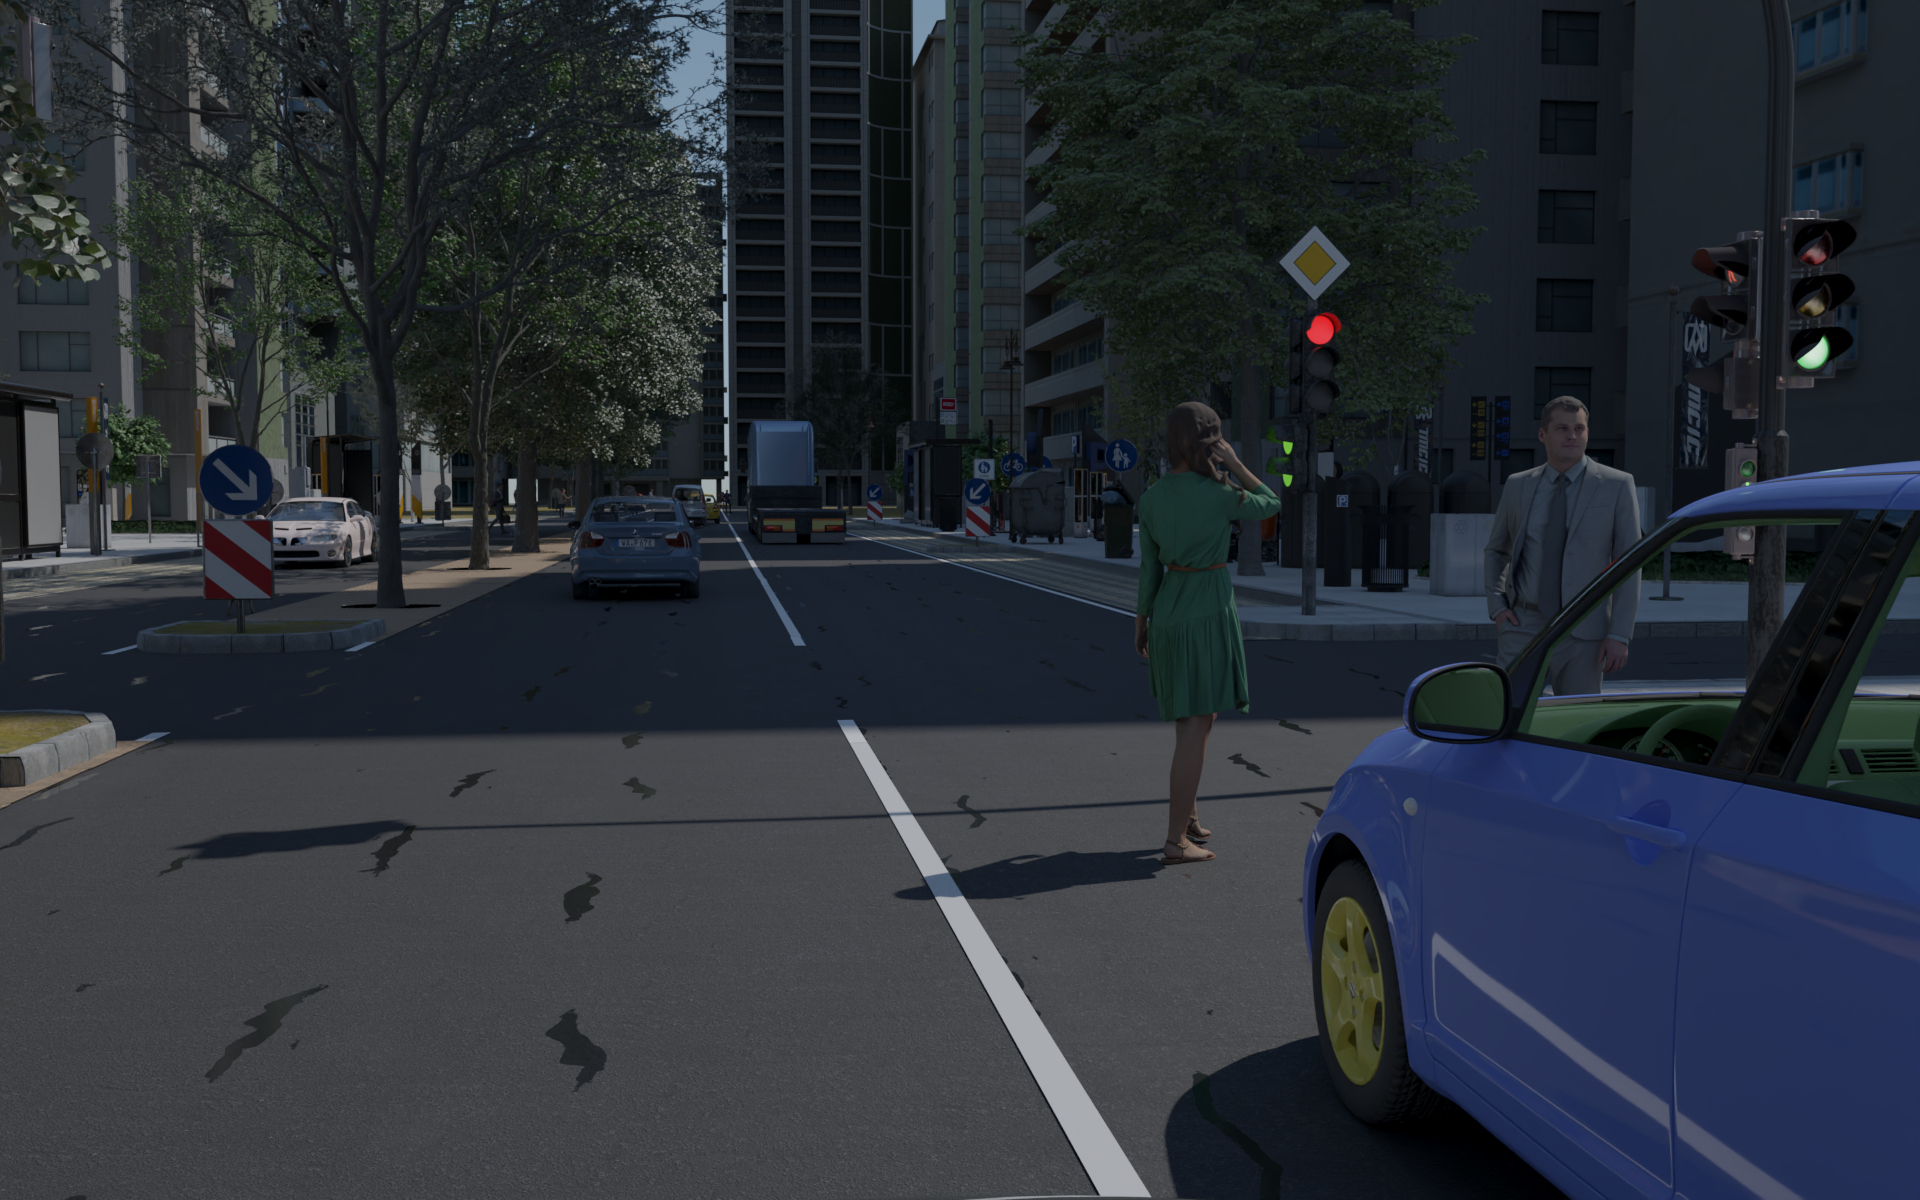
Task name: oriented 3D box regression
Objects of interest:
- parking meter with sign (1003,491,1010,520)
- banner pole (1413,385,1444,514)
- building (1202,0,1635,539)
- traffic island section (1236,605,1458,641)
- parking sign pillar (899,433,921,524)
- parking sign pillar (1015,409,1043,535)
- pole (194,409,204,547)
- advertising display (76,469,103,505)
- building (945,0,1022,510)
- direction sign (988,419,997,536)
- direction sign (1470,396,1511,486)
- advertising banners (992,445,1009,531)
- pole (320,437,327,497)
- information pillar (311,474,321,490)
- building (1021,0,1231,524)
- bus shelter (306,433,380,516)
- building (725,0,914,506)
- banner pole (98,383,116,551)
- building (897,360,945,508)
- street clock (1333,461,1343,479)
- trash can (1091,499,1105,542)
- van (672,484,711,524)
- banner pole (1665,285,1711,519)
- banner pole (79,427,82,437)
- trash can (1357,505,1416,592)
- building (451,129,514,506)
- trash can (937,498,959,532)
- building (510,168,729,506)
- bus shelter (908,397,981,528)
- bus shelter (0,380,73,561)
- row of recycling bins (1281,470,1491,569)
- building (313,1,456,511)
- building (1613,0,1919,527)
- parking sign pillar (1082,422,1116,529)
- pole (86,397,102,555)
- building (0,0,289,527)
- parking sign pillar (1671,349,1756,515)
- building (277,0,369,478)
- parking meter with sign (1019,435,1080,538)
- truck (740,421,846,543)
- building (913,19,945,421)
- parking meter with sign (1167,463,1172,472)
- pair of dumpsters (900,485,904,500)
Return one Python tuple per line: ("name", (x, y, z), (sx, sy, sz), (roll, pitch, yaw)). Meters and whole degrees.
("parking meter with sign", (2.223, -5.395, 84.469), (1.738, 3.016, 0.543), (0, 4, 0))
("banner pole", (10.816, -3.049, 39.863), (0.863, 3.779, 0.401), (2, 4, 34))
("building", (15.033, -17.380, 55.865), (14.160, 30.474, 14.107), (-1, 4, -8))
("traffic island section", (3.718, 0.240, 18.362), (2.009, 0.180, 2.903), (-1, 4, -8))
("parking sign pillar", (-1.924, -5.315, 75.380), (1.447, 3.967, 1.447), (-2, 4, -33))
("parking sign pillar", (2.363, -4.025, 54.281), (1.447, 3.967, 1.447), (0, 4, 6))
("pole", (-18.305, -2.926, 41.676), (0.158, 3.312, 0.155), (0, 3, 0))
("advertising display", (-22.785, -2.458, 45.396), (0.974, 1.923, 0.123), (2, 4, 30))
("building", (5.707, -26.932, 123.938), (14.154, 41.232, 14.086), (-1, 4, -8))
("direction sign", (0.931, -3.712, 52.682), (0.379, 3.537, 0.876), (0, 4, 8))
("direction sign", (12.257, -2.942, 40.096), (0.876, 3.537, 0.379), (1, 4, 16))
("advertising banners", (1.427, -3.955, 60.858), (0.090, 3.025, 2.074), (1, 4, 19))
("pole", (-22.845, -4.182, 62.220), (0.158, 3.312, 0.155), (0, 3, 0))
("information pillar", (-23.669, -3.631, 63.853), (0.304, 2.012, 0.304), (2, 4, 33))
("building", (15.357, -28.170, 84.281), (21.300, 48.544, 21.600), (-1, 4, -8))
("bus shelter", (-24.735, -4.795, 69.685), (1.731, 3.624, 6.357), (0, 4, -8))
("building", (-15.563, -46.140, 192.642), (20.611, 71.187, 20.563), (-1, 4, -8))
("banner pole", (-19.424, -3.020, 39.387), (0.401, 3.779, 0.863), (-1, 4, -14))
("building", (7.305, -50.974, 146.100), (22.319, 86.520, 31.000), (-1, 4, -8))
("street clock", (7.988, -2.004, 37.336), (0.358, 2.002, 0.471), (-3, 5, -42))
("trash can", (3.933, -2.162, 47.008), (0.748, 1.137, 0.748), (0, 3, 0))
("van", (-12.515, -4.456, 79.871), (2.013, 2.044, 4.112), (0, 4, -8))
("banner pole", (8.765, -1.893, 20.966), (0.863, 3.779, 0.401), (-2, 4, -25))
("banner pole", (-32.981, -4.596, 65.157), (0.401, 3.779, 0.863), (-1, 4, -21))
("trash can", (5.595, -0.680, 22.772), (0.748, 1.137, 0.748), (0, 3, 0))
("building", (-60.218, -34.455, 187.037), (21.600, 48.544, 21.300), (-1, 4, -8))
("trash can", (-0.401, -2.897, 59.022), (0.748, 1.137, 0.748), (0, 3, 0))
("building", (-38.551, -30.882, 196.798), (23.993, 40.220, 32.217), (-1, 4, -8))
("bus shelter", (-0.842, -5.613, 69.408), (2.179, 5.291, 8.768), (0, 4, -8))
("bus shelter", (-18.401, -3.238, 30.579), (2.179, 5.291, 8.768), (0, 4, -8))
("row of recycling bins", (7.355, -1.398, 29.965), (3.534, 1.692, 1.069), (1, 4, 8))
("building", (-55.562, -33.635, 139.166), (27.495, 52.752, 28.713), (-1, 4, -8))
("building", (27.625, -25.408, 39.123), (21.600, 48.544, 21.300), (-1, 4, -8))
("parking sign pillar", (5.203, -4.674, 64.887), (1.447, 3.967, 1.447), (-2, 4, -33))
("pole", (-18.291, -2.613, 36.567), (0.158, 3.312, 0.155), (0, 3, 0))
("building", (-37.171, -23.729, 71.561), (14.154, 41.232, 14.086), (-1, 4, -8))
("parking sign pillar", (12.832, -2.514, 29.578), (1.447, 3.967, 1.447), (1, 4, 11))
("building", (-47.705, -48.194, 100.642), (22.319, 86.520, 31.000), (-1, 4, -8))
("parking meter with sign", (2.611, -3.347, 50.988), (1.738, 3.016, 0.543), (-1, 4, -16))
("truck", (-5.749, -4.183, 58.154), (2.967, 4.110, 18.799), (0, 4, -8))
("building", (8.221, -37.400, 200.723), (27.495, 52.752, 28.713), (-1, 4, -8))
("parking meter with sign", (5.355, -2.851, 42.879), (0.543, 3.016, 1.738), (0, 4, -5))
("pair of dumpsters", (-1.836, -4.896, 82.535), (1.574, 2.255, 4.437), (0, 4, -8))
